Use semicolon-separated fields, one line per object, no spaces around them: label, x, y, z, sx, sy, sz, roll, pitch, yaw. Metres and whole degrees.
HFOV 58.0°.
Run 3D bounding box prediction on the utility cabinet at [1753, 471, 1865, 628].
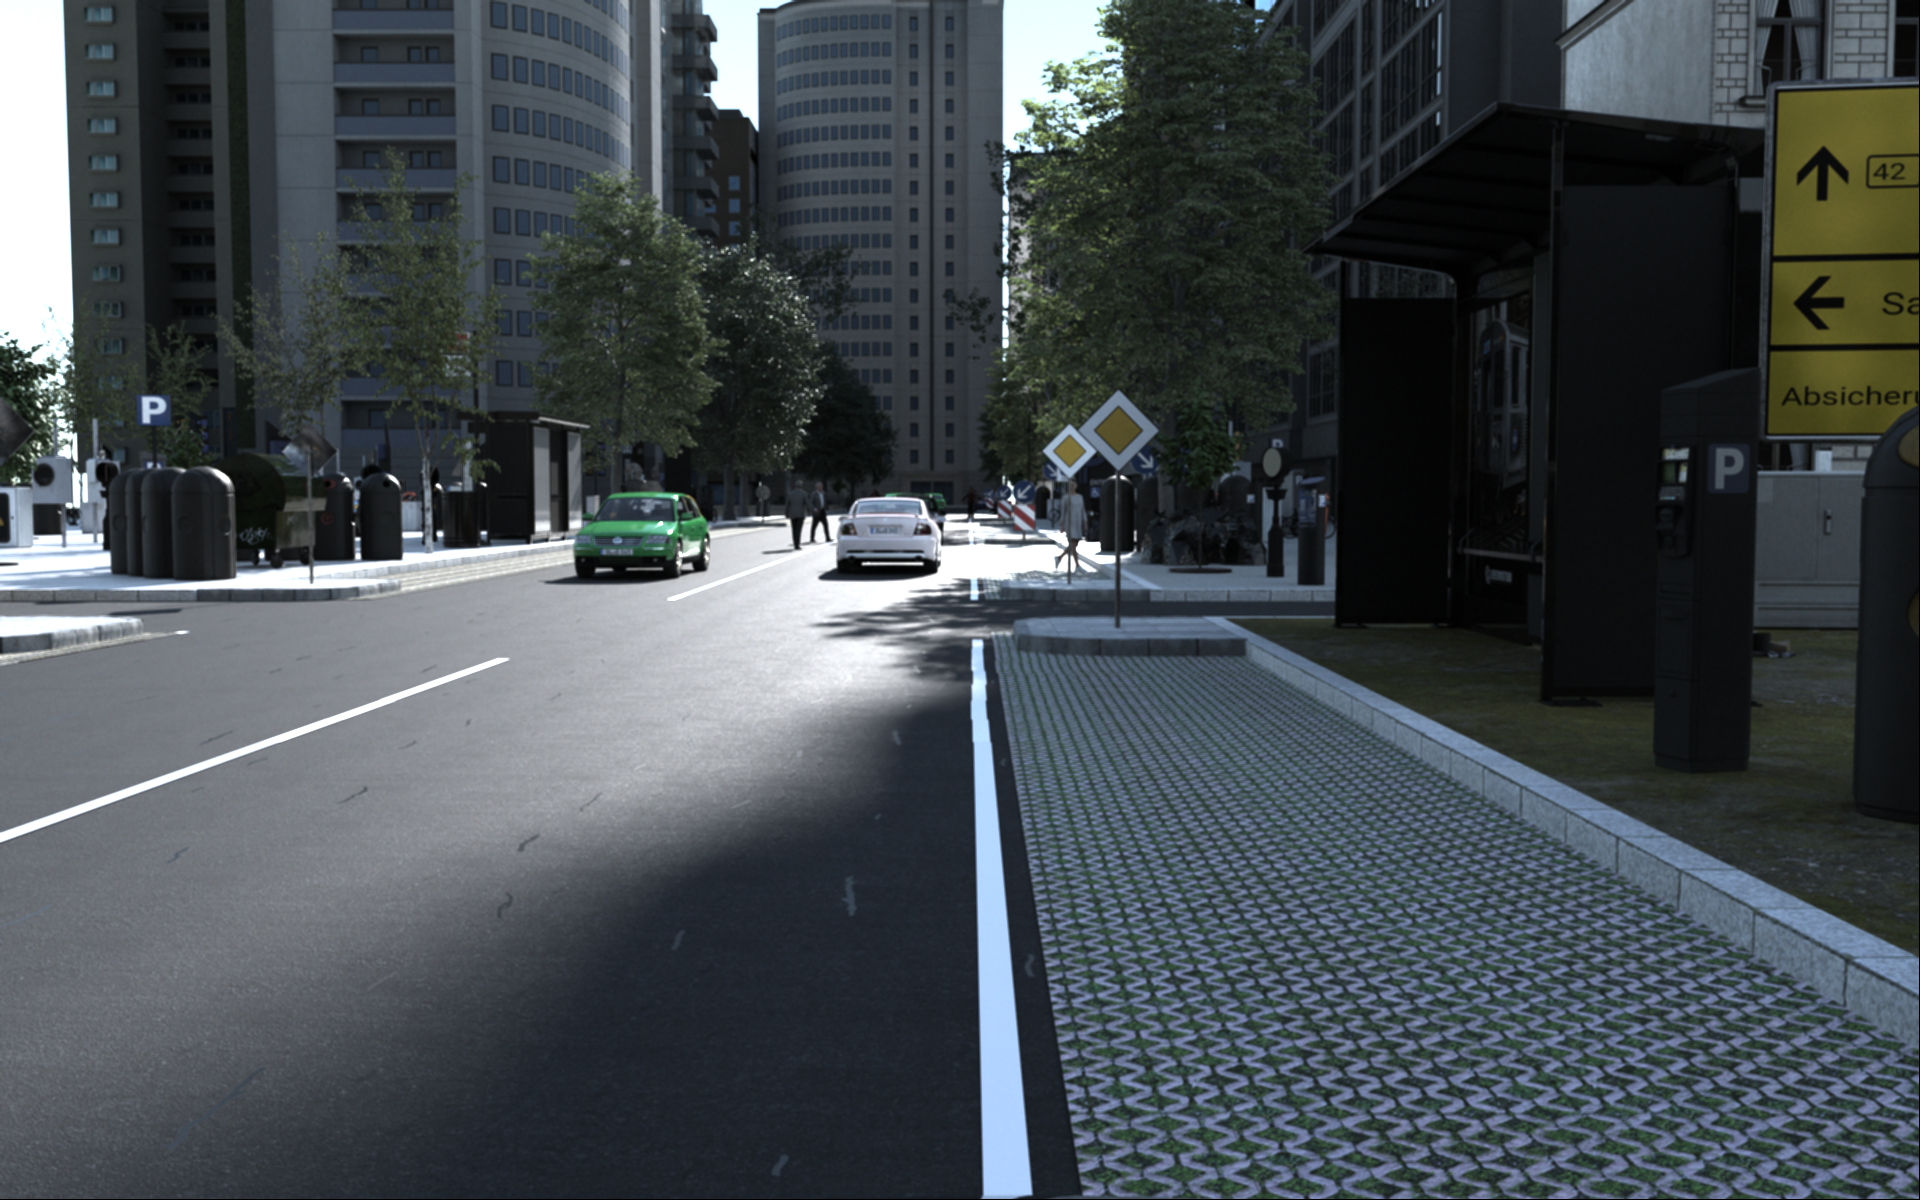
utility cabinet;8.076;-0.474;16.437;1.173;1.500;0.318;0;4;6

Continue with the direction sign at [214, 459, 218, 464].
direction sign;-42.726;-6.529;98.740;0.876;3.537;0.379;0;4;-4

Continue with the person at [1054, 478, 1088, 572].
person;2.035;-1.389;31.958;0.760;1.731;0.466;2;4;32

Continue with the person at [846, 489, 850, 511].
person;-8.901;-7.865;137.100;0.705;1.823;1.348;-1;4;-9

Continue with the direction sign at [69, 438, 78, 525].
direction sign;-36.264;-4.817;70.752;0.379;3.537;0.876;-2;4;-28

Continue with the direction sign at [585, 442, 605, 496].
direction sign;-15.824;-5.088;75.191;0.876;3.537;0.379;0;4;7

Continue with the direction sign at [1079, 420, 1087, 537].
direction sign;3.637;-3.644;51.578;0.379;3.537;0.876;1;4;17

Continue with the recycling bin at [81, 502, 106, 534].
recycling bin;-28.184;-2.686;56.469;0.722;1.027;0.722;-1;4;-17

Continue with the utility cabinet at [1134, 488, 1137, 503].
utility cabinet;6.984;-3.666;68.624;0.318;1.500;1.173;-1;4;-18

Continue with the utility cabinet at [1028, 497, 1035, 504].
utility cabinet;4.303;-5.357;96.273;0.318;1.500;1.173;3;5;43

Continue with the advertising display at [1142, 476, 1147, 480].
advertising display;6.617;-3.305;59.245;0.123;1.923;0.974;-3;5;-43

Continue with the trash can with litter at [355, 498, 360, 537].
trash can with litter;-17.789;-2.424;51.024;0.624;1.170;1.055;1;4;20

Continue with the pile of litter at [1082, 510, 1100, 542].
pile of litter;3.840;-2.017;46.949;1.176;0.858;1.719;0;4;-3

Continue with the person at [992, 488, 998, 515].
person;2.394;-6.692;117.901;0.705;1.826;1.348;-1;4;-10

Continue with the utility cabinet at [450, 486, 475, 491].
utility cabinet;-13.935;-2.454;48.796;0.318;1.500;1.173;-3;5;-43

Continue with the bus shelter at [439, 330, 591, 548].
bus shelter;-11.677;-4.136;45.252;2.179;5.291;8.768;0;4;0

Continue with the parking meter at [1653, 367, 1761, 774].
parking meter;3.457;-0.143;8.046;0.399;1.863;0.255;-1;4;-16

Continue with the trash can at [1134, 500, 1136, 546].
trash can;4.531;-1.921;43.068;0.748;1.137;0.748;0;3;0

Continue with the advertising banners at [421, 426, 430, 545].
advertising banners;-13.600;-2.932;44.118;0.090;3.025;2.074;-1;4;-12

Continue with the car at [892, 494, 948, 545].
car;-1.346;-2.452;49.878;2.009;1.686;4.222;0;4;-1

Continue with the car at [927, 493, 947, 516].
car;-1.833;-6.524;115.460;1.959;1.807;4.718;0;4;-2

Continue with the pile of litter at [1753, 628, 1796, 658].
pile of litter;6.074;-0.023;14.340;1.176;0.858;1.719;-1;4;-14

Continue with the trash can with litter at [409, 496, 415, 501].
trash can with litter;-22.174;-3.601;69.931;1.678;1.210;2.233;-2;4;-26

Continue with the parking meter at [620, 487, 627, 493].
parking meter;-12.514;-3.412;64.204;0.372;1.533;0.369;0;3;0

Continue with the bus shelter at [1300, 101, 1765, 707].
bus shelter;4.084;-1.360;13.513;1.731;3.624;6.357;0;4;0

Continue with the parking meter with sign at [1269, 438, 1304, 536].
parking meter with sign;10.247;-3.498;53.454;0.543;3.016;1.738;-2;4;-25

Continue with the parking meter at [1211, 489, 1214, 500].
parking meter;12.879;-4.939;89.158;0.372;1.533;0.369;0;3;0

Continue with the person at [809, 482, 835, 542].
person;-4.112;-2.592;51.277;0.834;1.777;0.661;3;4;37

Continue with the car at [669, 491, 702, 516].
car;-6.743;-1.753;38.893;2.015;1.641;3.980;0;4;0

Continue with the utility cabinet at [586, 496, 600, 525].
utility cabinet;-12.857;-3.027;60.646;0.306;1.237;1.020;0;4;-2

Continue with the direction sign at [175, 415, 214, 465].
direction sign;-22.131;-3.547;49.991;0.876;3.537;0.379;-2;4;-28

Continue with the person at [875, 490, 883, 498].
person;-4.717;-5.565;100.965;0.415;1.643;0.593;3;4;36

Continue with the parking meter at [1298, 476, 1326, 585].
parking meter;4.965;-0.981;24.449;0.372;1.533;0.369;0;3;0

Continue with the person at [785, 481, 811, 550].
person;-4.184;-2.201;44.887;0.661;1.777;0.834;0;4;5

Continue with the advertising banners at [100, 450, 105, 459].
advertising banners;-33.596;-4.425;68.539;2.074;3.025;0.090;3;5;43

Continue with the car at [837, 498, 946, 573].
car;-1.309;-1.258;32.938;2.083;1.381;4.827;0;4;0

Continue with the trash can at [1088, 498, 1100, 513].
trash can;4.831;-3.047;61.465;0.748;1.137;0.748;0;3;0

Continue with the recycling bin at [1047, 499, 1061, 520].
recycling bin;4.829;-4.551;86.955;0.722;1.027;0.722;2;4;26

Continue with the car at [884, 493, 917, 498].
car;-1.982;-3.210;61.280;1.959;1.807;4.718;0;4;0

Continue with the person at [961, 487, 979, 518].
person;0.620;-5.712;101.853;1.348;1.831;0.705;3;4;39

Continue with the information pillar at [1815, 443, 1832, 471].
information pillar;16.484;-2.552;33.088;0.504;3.616;0.183;-3;4;-37

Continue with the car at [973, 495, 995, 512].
car;1.886;-7.594;136.738;1.945;1.354;3.894;0;4;-1

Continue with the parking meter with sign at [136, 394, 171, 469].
parking meter with sign;-14.484;-2.137;31.194;0.543;3.016;1.738;-2;4;-24

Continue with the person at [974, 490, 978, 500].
person;1.399;-9.458;163.239;1.348;1.812;0.705;2;4;25

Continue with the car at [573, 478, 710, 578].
car;-5.635;-1.356;30.975;1.959;1.807;4.718;0;4;1

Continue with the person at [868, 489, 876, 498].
person;-6.403;-7.401;129.450;1.348;1.831;0.705;2;4;25

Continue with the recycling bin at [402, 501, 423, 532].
recycling bin;-18.695;-2.851;59.166;0.722;1.027;0.722;1;4;16

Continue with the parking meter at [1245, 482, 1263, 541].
parking meter;6.020;-1.658;35.515;0.372;1.533;0.369;0;3;0
